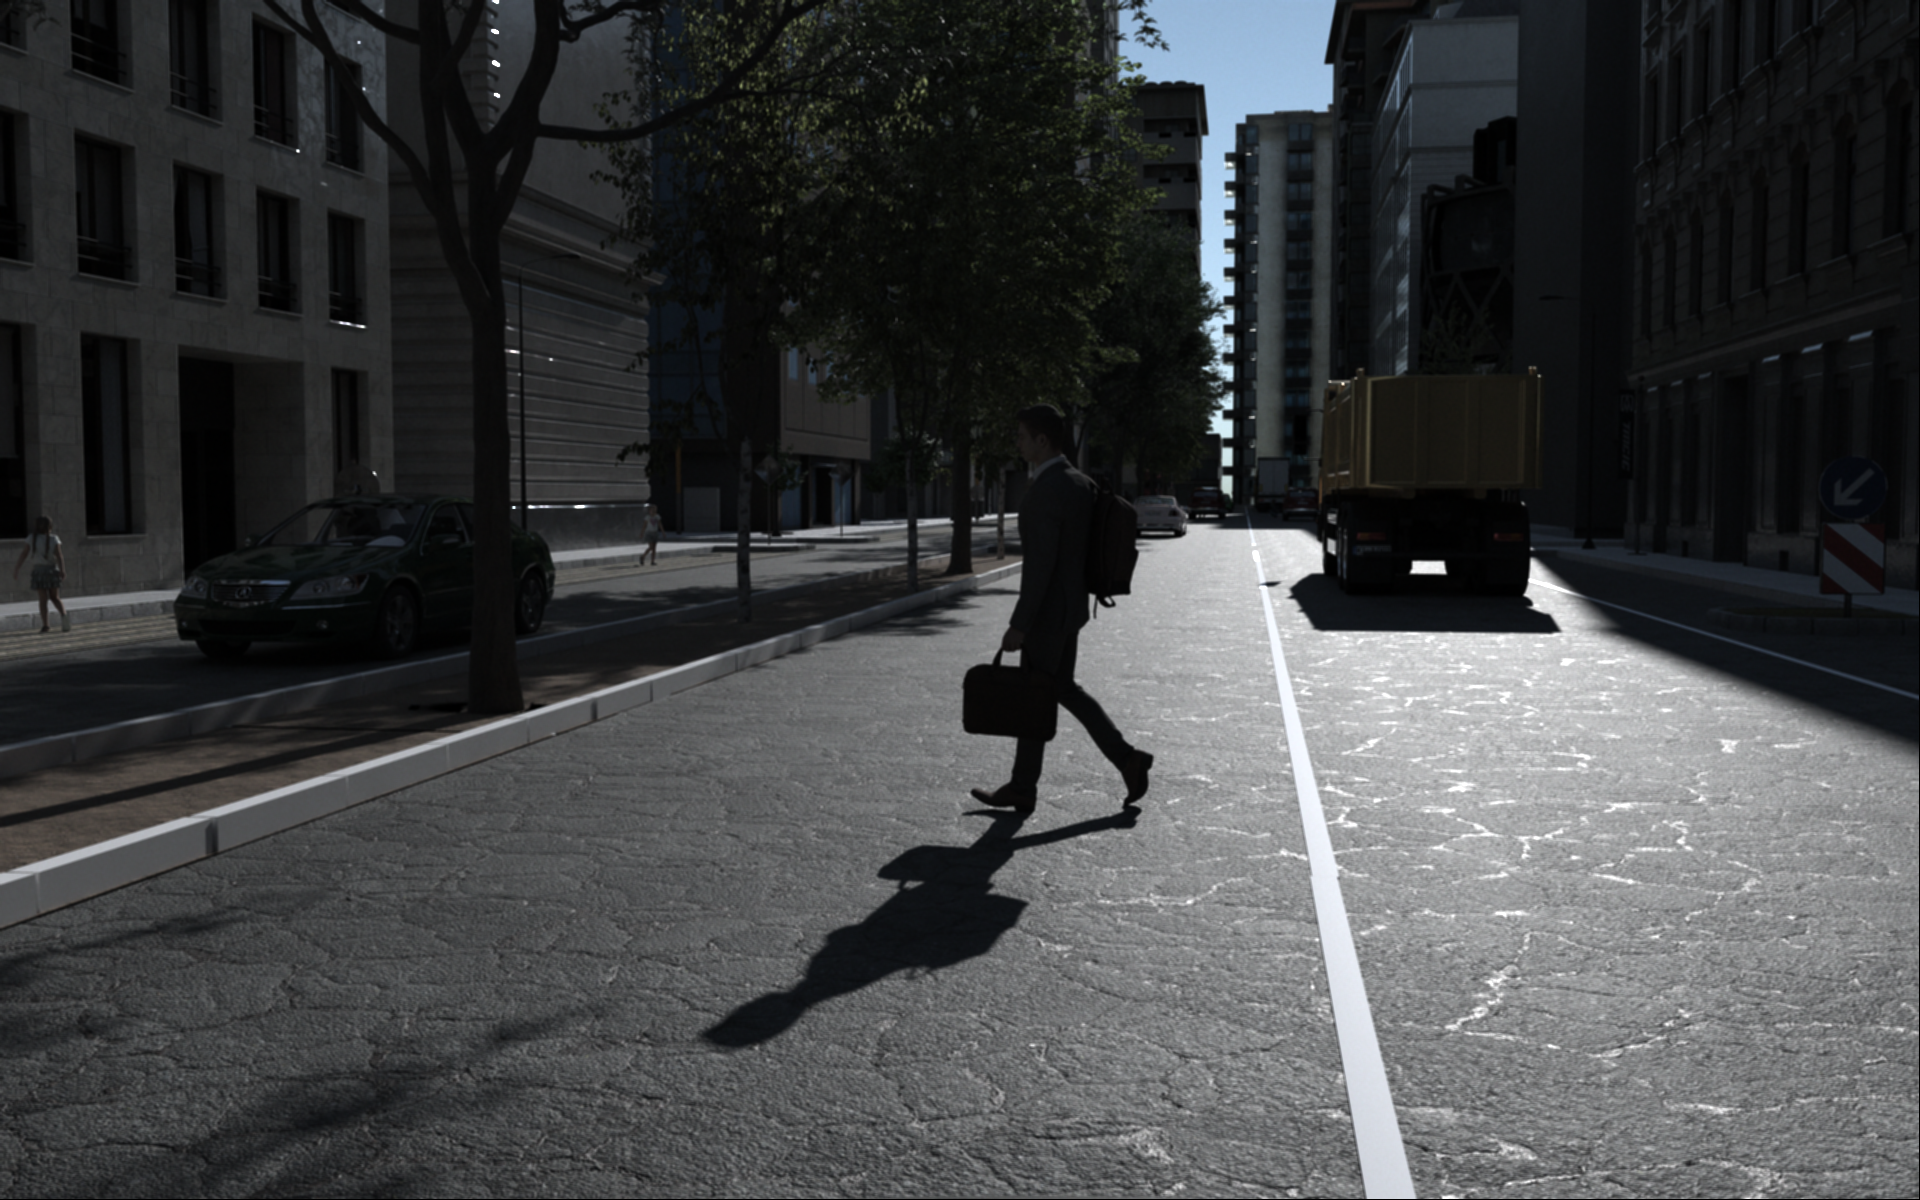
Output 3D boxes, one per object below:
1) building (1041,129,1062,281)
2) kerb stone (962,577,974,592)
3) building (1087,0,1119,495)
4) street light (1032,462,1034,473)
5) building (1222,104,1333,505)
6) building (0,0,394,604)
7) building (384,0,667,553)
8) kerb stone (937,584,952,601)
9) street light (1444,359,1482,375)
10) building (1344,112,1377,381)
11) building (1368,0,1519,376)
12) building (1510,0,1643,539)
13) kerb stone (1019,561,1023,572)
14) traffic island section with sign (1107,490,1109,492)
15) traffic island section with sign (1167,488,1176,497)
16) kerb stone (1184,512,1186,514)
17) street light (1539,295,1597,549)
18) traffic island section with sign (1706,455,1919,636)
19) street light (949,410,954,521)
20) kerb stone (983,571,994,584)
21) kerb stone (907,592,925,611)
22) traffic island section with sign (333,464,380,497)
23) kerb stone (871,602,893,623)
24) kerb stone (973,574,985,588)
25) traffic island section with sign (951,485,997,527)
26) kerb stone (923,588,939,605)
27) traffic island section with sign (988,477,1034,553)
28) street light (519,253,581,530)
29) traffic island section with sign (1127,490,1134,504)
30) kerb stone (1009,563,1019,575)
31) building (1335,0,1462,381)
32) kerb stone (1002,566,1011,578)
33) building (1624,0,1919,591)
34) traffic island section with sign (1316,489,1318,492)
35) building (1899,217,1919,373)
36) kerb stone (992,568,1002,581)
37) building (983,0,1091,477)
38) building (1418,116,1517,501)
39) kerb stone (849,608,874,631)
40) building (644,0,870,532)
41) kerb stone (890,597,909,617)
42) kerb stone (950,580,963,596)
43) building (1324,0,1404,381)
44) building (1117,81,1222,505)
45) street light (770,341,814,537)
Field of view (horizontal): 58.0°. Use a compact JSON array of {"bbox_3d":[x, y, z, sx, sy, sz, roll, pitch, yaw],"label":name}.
[{"bbox_3d":[0.130,-22.165,134.091,14.160,30.474,14.107,1,4,9],"label":"building"},{"bbox_3d":[0.040,-0.207,25.609,0.120,0.150,1.000,1,4,9],"label":"kerb stone"},{"bbox_3d":[6.499,-46.025,190.757,20.611,71.187,20.563,1,4,9],"label":"building"},{"bbox_3d":[5.386,-8.708,114.909,1.470,5.913,1.316,1,4,9],"label":"street light"},{"bbox_3d":[48.184,-36.421,215.086,30.456,49.044,23.786,1,4,9],"label":"building"},{"bbox_3d":[-16.117,-10.201,21.541,10.420,20.320,16.860,1,4,9],"label":"building"},{"bbox_3d":[-17.785,-12.950,40.605,19.941,23.489,11.050,1,4,9],"label":"building"},{"bbox_3d":[-0.285,-0.085,23.584,0.120,0.150,1.000,1,4,9],"label":"kerb stone"},{"bbox_3d":[17.323,-5.325,59.609,1.470,5.913,1.316,1,4,9],"label":"street light"},{"bbox_3d":[36.717,-22.117,133.315,14.160,30.474,14.107,1,4,9],"label":"building"},{"bbox_3d":[31.796,-20.130,106.618,11.434,29.767,29.804,1,4,9],"label":"building"},{"bbox_3d":[30.197,-15.821,52.177,24.014,27.812,14.314,1,4,9],"label":"building"},{"bbox_3d":[1.030,-0.580,31.686,0.120,0.150,1.000,1,4,9],"label":"kerb stone"},{"bbox_3d":[13.272,-8.800,152.511,1.989,1.847,2.006,1,4,9],"label":"traffic island section with sign"},{"bbox_3d":[15.128,-7.109,124.375,2.006,1.907,1.989,1,4,9],"label":"traffic island section with sign"},{"bbox_3d":[15.989,-6.182,123.276,0.120,0.150,1.000,1,4,9],"label":"kerb stone"},{"bbox_3d":[14.181,-4.153,40.435,1.470,5.913,1.316,1,4,9],"label":"street light"},{"bbox_3d":[9.185,-0.608,18.572,1.989,1.847,2.006,1,4,9],"label":"traffic island section with sign"},{"bbox_3d":[0.207,-6.762,83.100,1.470,5.913,1.316,1,4,9],"label":"street light"},{"bbox_3d":[0.370,-0.333,27.634,0.120,0.150,1.000,1,4,9],"label":"kerb stone"},{"bbox_3d":[-0.622,0.038,21.568,0.120,0.150,1.000,1,4,9],"label":"kerb stone"},{"bbox_3d":[-8.020,-0.833,22.245,1.989,1.847,2.006,1,4,9],"label":"traffic island section with sign"},{"bbox_3d":[-0.948,0.162,19.542,0.120,0.150,1.000,1,4,9],"label":"kerb stone"},{"bbox_3d":[0.208,-0.271,26.625,0.120,0.150,1.000,1,4,9],"label":"kerb stone"},{"bbox_3d":[0.741,-4.112,75.863,1.989,1.847,2.006,1,4,9],"label":"traffic island section with sign"},{"bbox_3d":[-0.457,-0.023,22.576,0.120,0.150,1.000,1,4,9],"label":"kerb stone"},{"bbox_3d":[1.817,-2.127,42.906,2.006,1.907,1.989,1,4,9],"label":"traffic island section with sign"},{"bbox_3d":[-7.977,-3.732,33.567,1.470,5.913,1.316,1,4,9],"label":"street light"},{"bbox_3d":[17.795,-10.495,180.214,1.989,1.847,2.006,1,4,9],"label":"traffic island section with sign"},{"bbox_3d":[0.875,-0.518,30.667,0.120,0.150,1.000,1,4,9],"label":"kerb stone"},{"bbox_3d":[44.997,-30.503,153.347,22.147,44.769,28.867,1,4,9],"label":"building"},{"bbox_3d":[0.703,-0.456,29.650,0.120,0.150,1.000,1,4,9],"label":"kerb stone"},{"bbox_3d":[18.716,-11.082,30.337,9.793,20.994,18.267,1,4,9],"label":"building"},{"bbox_3d":[30.522,-8.597,149.181,1.989,1.847,2.006,1,4,9],"label":"traffic island section with sign"},{"bbox_3d":[16.497,-11.442,6.150,14.314,24.678,30.058,1,4,9],"label":"building"},{"bbox_3d":[0.530,-0.394,28.643,0.120,0.150,1.000,1,4,9],"label":"kerb stone"},{"bbox_3d":[3.595,-30.477,148.410,14.600,45.320,14.200,1,4,9],"label":"building"},{"bbox_3d":[30.735,-13.217,83.555,16.820,18.784,16.811,1,4,9],"label":"building"},{"bbox_3d":[-1.110,0.225,18.524,0.120,0.150,1.000,1,4,9],"label":"kerb stone"},{"bbox_3d":[-11.677,-25.372,64.943,14.600,45.320,14.200,1,4,9],"label":"building"},{"bbox_3d":[-0.789,0.100,20.558,0.120,0.150,1.000,1,4,9],"label":"kerb stone"},{"bbox_3d":[-0.128,-0.145,24.600,0.120,0.150,1.000,1,4,9],"label":"kerb stone"},{"bbox_3d":[53.048,-36.184,180.844,28.713,52.752,27.495,1,4,9],"label":"building"},{"bbox_3d":[19.864,-38.774,223.199,27.495,52.752,28.713,1,4,9],"label":"building"},{"bbox_3d":[-4.971,-4.837,51.619,1.470,5.913,1.316,1,4,9],"label":"street light"}]
